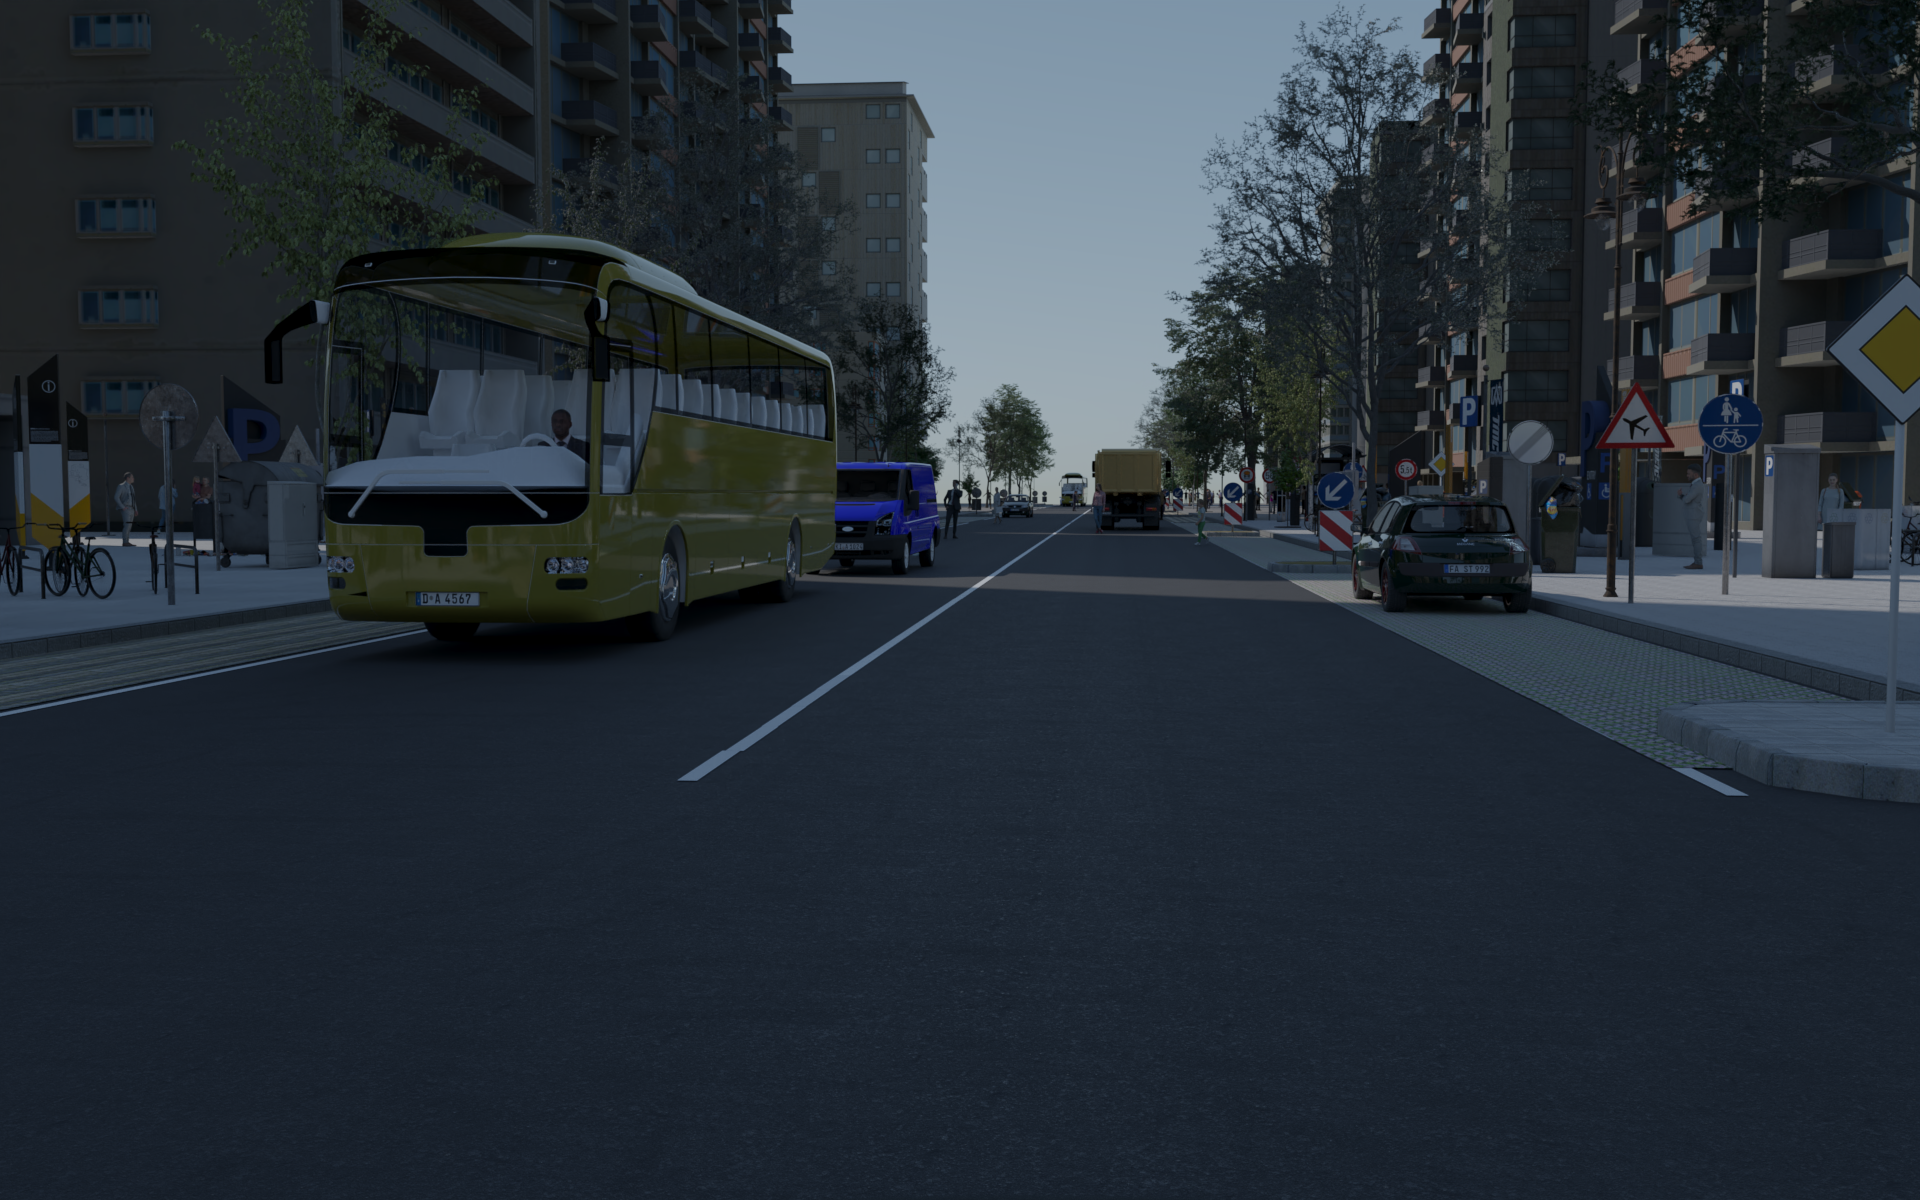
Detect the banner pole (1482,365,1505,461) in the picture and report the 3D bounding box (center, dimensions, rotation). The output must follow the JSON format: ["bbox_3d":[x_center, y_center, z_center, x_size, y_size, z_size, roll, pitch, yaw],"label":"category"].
[{"bbox_3d":[10.237,-2.653,33.400,0.401,3.779,0.863,-1,4,-15],"label":"banner pole"}]

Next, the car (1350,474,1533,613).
[{"bbox_3d":[6.095,-0.760,22.211,2.009,1.686,4.222,0,4,5],"label":"car"}]

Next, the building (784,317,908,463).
[{"bbox_3d":[-21.388,-21.709,199.982,27.650,21.520,28.899,0,4,5],"label":"building"}]

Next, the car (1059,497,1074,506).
[{"bbox_3d":[13.305,-12.570,215.118,1.945,1.707,3.694,0,4,5],"label":"car"}]

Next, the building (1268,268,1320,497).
[{"bbox_3d":[47.117,-27.320,218.387,14.160,30.474,14.107,0,4,5],"label":"building"}]

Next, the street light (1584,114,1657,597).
[{"bbox_3d":[8.114,-2.975,21.423,0.468,5.910,1.993,0,4,5],"label":"street light"}]

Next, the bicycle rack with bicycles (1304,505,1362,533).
[{"bbox_3d":[12.910,-2.737,58.134,2.925,0.926,2.852,2,4,34],"label":"bicycle rack with bicycles"}]

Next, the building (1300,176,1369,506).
[{"bbox_3d":[54.338,-30.978,198.365,32.217,40.220,23.993,0,4,5],"label":"building"}]

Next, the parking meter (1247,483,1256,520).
[{"bbox_3d":[14.156,-4.808,84.315,0.399,1.863,0.255,2,4,29],"label":"parking meter"}]

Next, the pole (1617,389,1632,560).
[{"bbox_3d":[12.940,-2.436,33.677,0.158,3.312,0.155,0,3,0],"label":"pole"}]

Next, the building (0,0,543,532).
[{"bbox_3d":[-30.267,-27.149,67.593,21.300,48.544,21.600,0,4,5],"label":"building"}]

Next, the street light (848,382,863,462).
[{"bbox_3d":[-4.283,-6.027,71.325,0.468,5.910,1.993,0,4,5],"label":"street light"}]

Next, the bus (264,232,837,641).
[{"bbox_3d":[-3.698,-1.751,20.174,2.896,3.916,12.252,0,4,6],"label":"bus"}]

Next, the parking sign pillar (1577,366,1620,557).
[{"bbox_3d":[13.226,-2.895,35.804,1.447,3.967,1.447,0,4,6],"label":"parking sign pillar"}]

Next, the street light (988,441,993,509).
[{"bbox_3d":[2.643,-10.768,148.845,0.468,5.910,1.993,0,4,5],"label":"street light"}]

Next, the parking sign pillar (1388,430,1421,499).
[{"bbox_3d":[18.707,-5.167,72.947,1.447,3.967,1.447,0,4,4],"label":"parking sign pillar"}]

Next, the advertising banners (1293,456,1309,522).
[{"bbox_3d":[16.330,-5.185,80.960,2.074,3.025,0.090,-2,4,-30],"label":"advertising banners"}]

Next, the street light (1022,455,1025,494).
[{"bbox_3d":[7.203,-13.906,200.155,0.468,5.910,1.993,0,4,5],"label":"street light"}]

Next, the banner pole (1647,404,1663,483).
[{"bbox_3d":[19.347,-3.565,48.312,0.863,3.779,0.401,-3,4,-37],"label":"banner pole"}]

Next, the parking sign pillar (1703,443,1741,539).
[{"bbox_3d":[22.039,-3.795,50.513,1.447,3.967,1.447,1,4,15],"label":"parking sign pillar"}]

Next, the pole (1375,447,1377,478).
[{"bbox_3d":[13.247,-3.773,55.531,0.158,3.312,0.155,0,3,0],"label":"pole"}]

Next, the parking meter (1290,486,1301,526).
[{"bbox_3d":[13.571,-3.939,70.113,0.255,1.863,0.399,-2,4,-27],"label":"parking meter"}]

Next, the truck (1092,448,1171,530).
[{"bbox_3d":[7.087,-4.670,72.271,3.469,3.379,9.791,0,4,7],"label":"truck"}]

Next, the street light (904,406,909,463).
[{"bbox_3d":[-2.730,-7.046,87.985,0.468,5.910,1.993,0,4,5],"label":"street light"}]

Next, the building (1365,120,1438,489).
[{"bbox_3d":[39.036,-22.325,136.722,14.160,30.474,14.107,0,4,5],"label":"building"}]

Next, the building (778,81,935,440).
[{"bbox_3d":[-18.718,-39.010,227.047,28.713,52.752,27.495,0,4,5],"label":"building"}]

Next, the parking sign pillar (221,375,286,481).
[{"bbox_3d":[-16.176,-3.135,39.736,1.447,3.967,1.447,3,5,45],"label":"parking sign pillar"}]

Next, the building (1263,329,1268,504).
[{"bbox_3d":[47.899,-28.223,233.154,14.160,30.474,14.107,0,4,5],"label":"building"}]

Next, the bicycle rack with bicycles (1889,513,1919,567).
[{"bbox_3d":[17.562,-1.118,31.669,2.925,0.926,2.852,0,4,0],"label":"bicycle rack with bicycles"}]

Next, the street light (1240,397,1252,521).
[{"bbox_3d":[13.524,-6.688,82.137,0.468,5.910,1.993,0,4,5],"label":"street light"}]

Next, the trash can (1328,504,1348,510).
[{"bbox_3d":[11.698,-2.570,53.676,0.748,1.137,0.748,0,3,0],"label":"trash can"}]

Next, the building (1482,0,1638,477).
[{"bbox_3d":[35.227,-19.676,93.407,14.160,30.474,14.107,0,4,5],"label":"building"}]

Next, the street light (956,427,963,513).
[{"bbox_3d":[-0.042,-8.923,118.686,0.468,5.910,1.993,0,4,5],"label":"street light"}]

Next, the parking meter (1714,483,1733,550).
[{"bbox_3d":[17.427,-1.904,39.538,0.372,1.533,0.369,0,3,0],"label":"parking meter"}]

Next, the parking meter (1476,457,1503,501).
[{"bbox_3d":[8.375,-1.328,27.418,0.255,1.863,0.399,-1,4,-17],"label":"parking meter"}]

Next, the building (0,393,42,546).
[{"bbox_3d":[-33.677,-36.684,38.039,20.563,71.187,20.611,0,4,5],"label":"building"}]

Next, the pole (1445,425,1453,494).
[{"bbox_3d":[14.365,-3.490,50.911,0.158,3.312,0.155,0,3,0],"label":"pole"}]

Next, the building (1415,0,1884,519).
[{"bbox_3d":[42.440,-28.088,113.866,22.147,44.769,28.867,0,4,5],"label":"building"}]

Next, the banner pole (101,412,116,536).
[{"bbox_3d":[-26.109,-3.851,52.978,0.401,3.779,0.863,-2,4,-24],"label":"banner pole"}]

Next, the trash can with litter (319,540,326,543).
[{"bbox_3d":[-16.729,-2.092,45.269,2.233,1.210,1.678,-1,4,-16],"label":"trash can with litter"}]

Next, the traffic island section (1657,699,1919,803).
[{"bbox_3d":[5.054,0.793,9.319,2.009,0.180,2.903,0,4,5],"label":"traffic island section"}]

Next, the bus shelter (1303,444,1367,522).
[{"bbox_3d":[15.618,-4.811,72.587,2.014,3.302,5.546,0,4,5],"label":"bus shelter"}]

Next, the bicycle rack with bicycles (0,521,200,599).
[{"bbox_3d":[-11.024,-0.537,22.162,2.852,0.926,2.925,-2,4,-35],"label":"bicycle rack with bicycles"}]

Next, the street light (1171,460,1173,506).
[{"bbox_3d":[22.299,-12.759,181.391,0.468,5.910,1.993,0,4,5],"label":"street light"}]

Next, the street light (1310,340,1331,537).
[{"bbox_3d":[10.799,-4.843,51.963,0.468,5.910,1.993,0,4,5],"label":"street light"}]

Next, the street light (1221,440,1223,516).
[{"bbox_3d":[15.017,-7.727,99.128,0.468,5.910,1.993,0,4,5],"label":"street light"}]

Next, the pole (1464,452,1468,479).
[{"bbox_3d":[24.280,-5.458,83.086,0.158,3.312,0.155,0,3,0],"label":"pole"}]

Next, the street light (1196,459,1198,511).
[{"bbox_3d":[17.791,-9.597,129.694,0.468,5.910,1.993,0,4,5],"label":"street light"}]

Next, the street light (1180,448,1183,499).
[{"bbox_3d":[20.344,-11.438,159.799,0.468,5.910,1.993,0,4,5],"label":"street light"}]

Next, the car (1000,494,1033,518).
[{"bbox_3d":[3.530,-5.892,106.120,2.009,1.686,4.222,0,4,7],"label":"car"}]

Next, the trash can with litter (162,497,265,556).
[{"bbox_3d":[-15.467,-1.525,35.984,2.233,1.210,1.678,1,4,18],"label":"trash can with litter"}]

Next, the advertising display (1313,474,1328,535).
[{"bbox_3d":[11.584,-3.015,54.515,0.974,1.923,0.123,3,4,37],"label":"advertising display"}]

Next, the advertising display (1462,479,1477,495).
[{"bbox_3d":[22.250,-4.290,75.348,0.974,1.923,0.123,-2,4,-29],"label":"advertising display"}]

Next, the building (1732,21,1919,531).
[{"bbox_3d":[38.092,-25.205,66.731,22.147,44.769,28.867,0,4,5],"label":"building"}]

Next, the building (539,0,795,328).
[{"bbox_3d":[-24.681,-29.082,130.112,22.147,44.769,28.867,0,4,5],"label":"building"}]
